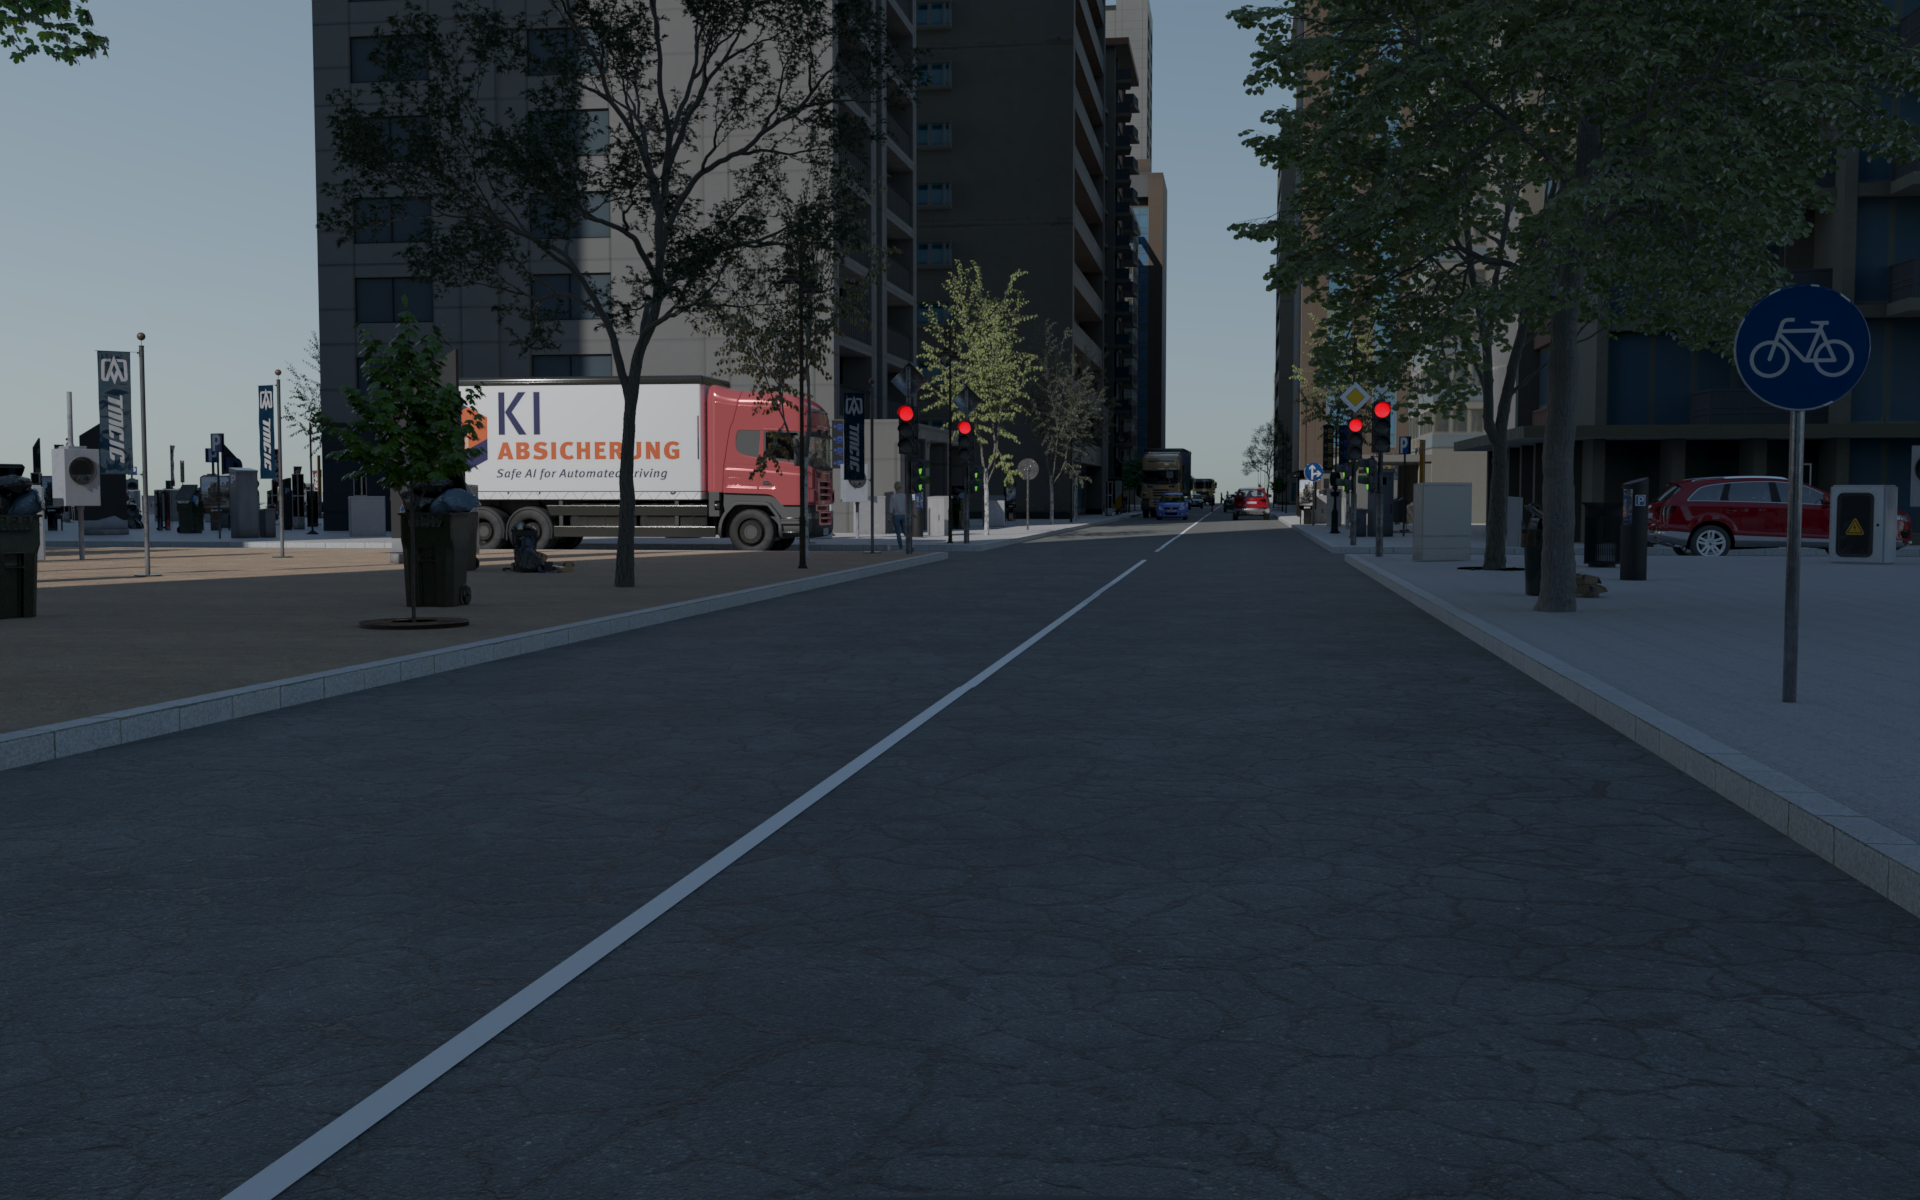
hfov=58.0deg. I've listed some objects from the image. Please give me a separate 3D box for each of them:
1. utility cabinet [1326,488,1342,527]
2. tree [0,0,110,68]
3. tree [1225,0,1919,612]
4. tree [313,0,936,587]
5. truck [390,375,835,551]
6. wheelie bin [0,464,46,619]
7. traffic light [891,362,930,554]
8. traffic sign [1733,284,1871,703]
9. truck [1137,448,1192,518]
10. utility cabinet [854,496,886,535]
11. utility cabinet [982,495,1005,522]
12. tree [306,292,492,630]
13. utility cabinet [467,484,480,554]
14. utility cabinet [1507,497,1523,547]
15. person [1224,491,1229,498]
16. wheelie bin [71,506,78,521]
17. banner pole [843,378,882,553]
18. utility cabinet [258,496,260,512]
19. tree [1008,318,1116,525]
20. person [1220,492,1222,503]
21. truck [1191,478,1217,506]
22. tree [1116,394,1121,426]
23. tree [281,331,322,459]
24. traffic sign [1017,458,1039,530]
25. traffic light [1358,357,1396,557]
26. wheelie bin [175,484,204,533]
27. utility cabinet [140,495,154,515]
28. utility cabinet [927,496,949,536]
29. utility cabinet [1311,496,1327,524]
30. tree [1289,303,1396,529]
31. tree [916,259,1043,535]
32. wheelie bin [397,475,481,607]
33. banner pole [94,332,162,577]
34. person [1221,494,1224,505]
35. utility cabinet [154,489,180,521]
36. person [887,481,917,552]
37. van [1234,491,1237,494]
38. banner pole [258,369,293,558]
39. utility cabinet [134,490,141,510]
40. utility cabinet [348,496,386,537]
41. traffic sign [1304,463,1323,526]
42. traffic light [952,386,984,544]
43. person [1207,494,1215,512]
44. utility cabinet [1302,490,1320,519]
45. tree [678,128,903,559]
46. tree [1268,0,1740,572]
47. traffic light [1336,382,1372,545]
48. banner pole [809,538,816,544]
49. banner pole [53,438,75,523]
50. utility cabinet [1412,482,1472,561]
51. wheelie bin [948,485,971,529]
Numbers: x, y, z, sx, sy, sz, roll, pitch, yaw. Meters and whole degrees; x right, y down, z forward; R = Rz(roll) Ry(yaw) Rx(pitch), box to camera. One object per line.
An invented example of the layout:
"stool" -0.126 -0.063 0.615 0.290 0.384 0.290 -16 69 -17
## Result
"utility cabinet" 14.638 -3.611 67.714 0.318 1.500 1.173 0 4 -3
"tree" -6.679 -5.057 8.436 9.928 11.665 9.643 0 3 0
"tree" 6.915 -6.133 18.399 7.486 12.596 7.792 0 3 0
"tree" -4.637 -5.436 23.285 8.767 10.594 7.601 0 4 -4
"truck" -8.122 -3.266 42.316 11.283 4.237 2.839 1 4 9
"wheelie bin" -9.939 -0.613 17.933 0.693 1.594 0.980 2 4 27
"traffic light" -1.074 -2.934 36.886 0.839 4.253 0.868 1 4 9
"traffic sign" 5.116 -0.642 10.606 0.768 2.556 0.104 1 4 13
"truck" 12.888 -7.292 108.129 2.839 4.237 11.283 1 4 11
"utility cabinet" -2.874 -2.680 54.982 1.020 1.237 0.306 -2 4 -32
"utility cabinet" 1.547 -4.185 79.590 1.020 1.237 0.306 0 4 2
"tree" -5.415 -1.349 16.664 1.663 3.219 1.824 0 3 0
"utility cabinet" -10.564 -1.688 36.273 0.318 1.500 1.173 2 4 23
"utility cabinet" 13.615 -1.915 42.472 0.306 1.237 1.020 1 4 22
"person" 31.350 -11.913 203.282 0.705 1.822 1.348 -1 4 -18
"wheelie bin" -42.621 -4.640 83.772 0.693 1.594 0.980 -3 5 -43
"banner pole" -2.130 -2.905 37.511 0.863 3.779 0.401 1 4 8
"utility cabinet" -24.693 -3.009 60.354 0.306 1.237 1.020 0 4 -4
"tree" 3.883 -7.430 71.838 4.360 8.622 3.978 0 3 0
"person" 39.970 -15.618 264.654 0.445 1.727 0.742 0 4 8
"truck" 30.511 -13.497 216.600 3.469 3.379 9.791 1 4 10
"tree" 5.647 -8.143 83.498 4.360 8.622 3.978 0 3 0
"tree" -27.780 -7.751 77.099 4.737 8.622 4.395 0 3 0
"traffic sign" 2.420 -3.774 61.805 0.768 2.556 0.104 1 4 11
"traffic light" 8.568 -2.841 35.367 0.839 4.253 0.868 1 4 9
"wheelie bin" -25.151 -2.975 56.547 0.980 1.594 0.693 1 4 18
"utility cabinet" -50.782 -5.937 108.231 0.306 1.237 1.020 2 4 25
"utility cabinet" -0.638 -2.618 53.968 0.306 1.237 1.020 -2 4 -32
"utility cabinet" 15.473 -3.905 75.006 1.020 1.237 0.306 -1 4 -23
"tree" 14.284 -6.941 63.843 4.737 8.622 4.395 0 3 0
"tree" 0.712 -6.321 53.712 4.737 8.622 4.395 0 3 0
"wheelie bin" -5.982 -0.728 19.817 0.980 1.594 0.693 0 4 4
"banner pole" -12.859 -2.248 26.775 0.863 3.779 0.401 -2 4 -35
"person" 35.451 -13.592 233.958 0.599 1.433 0.991 0 4 -5
"utility cabinet" -36.514 -4.353 79.855 1.173 1.500 0.318 0 4 3
"person" -1.335 -2.021 42.208 0.731 1.740 0.598 -3 5 -44
"van" 41.414 -15.309 257.314 2.013 2.044 4.112 1 4 9
"banner pole" -13.867 -2.748 34.950 0.863 3.779 0.401 2 4 31
"utility cabinet" -45.359 -5.247 94.469 1.173 1.500 0.318 0 4 -4
"utility cabinet" -17.900 -2.515 52.284 1.020 1.237 0.306 -2 4 -30
"traffic sign" 14.323 -4.286 70.175 0.768 2.556 0.104 1 4 9
"traffic light" 0.186 -3.416 44.772 0.839 4.253 0.868 1 4 9
"person" 20.182 -7.808 139.401 0.697 1.427 0.421 -1 4 -16
"utility cabinet" 17.624 -4.766 86.610 0.318 1.500 1.173 -2 4 -34
"tree" -3.309 -5.122 34.107 4.360 8.622 3.978 0 3 0
"tree" 8.981 -6.297 28.715 9.928 11.665 9.643 0 3 0
"traffic light" 9.828 -3.323 43.252 0.839 4.253 0.868 1 4 9
"banner pole" -4.012 -3.376 45.220 0.401 3.779 0.863 -1 4 -15
"banner pole" -39.854 -5.320 76.991 0.401 3.779 0.863 2 4 30
"utility cabinet" 9.220 -1.496 33.142 1.173 1.500 0.318 -2 4 -25
"wheelie bin" -0.032 -3.400 63.494 0.980 1.594 0.693 2 4 35
